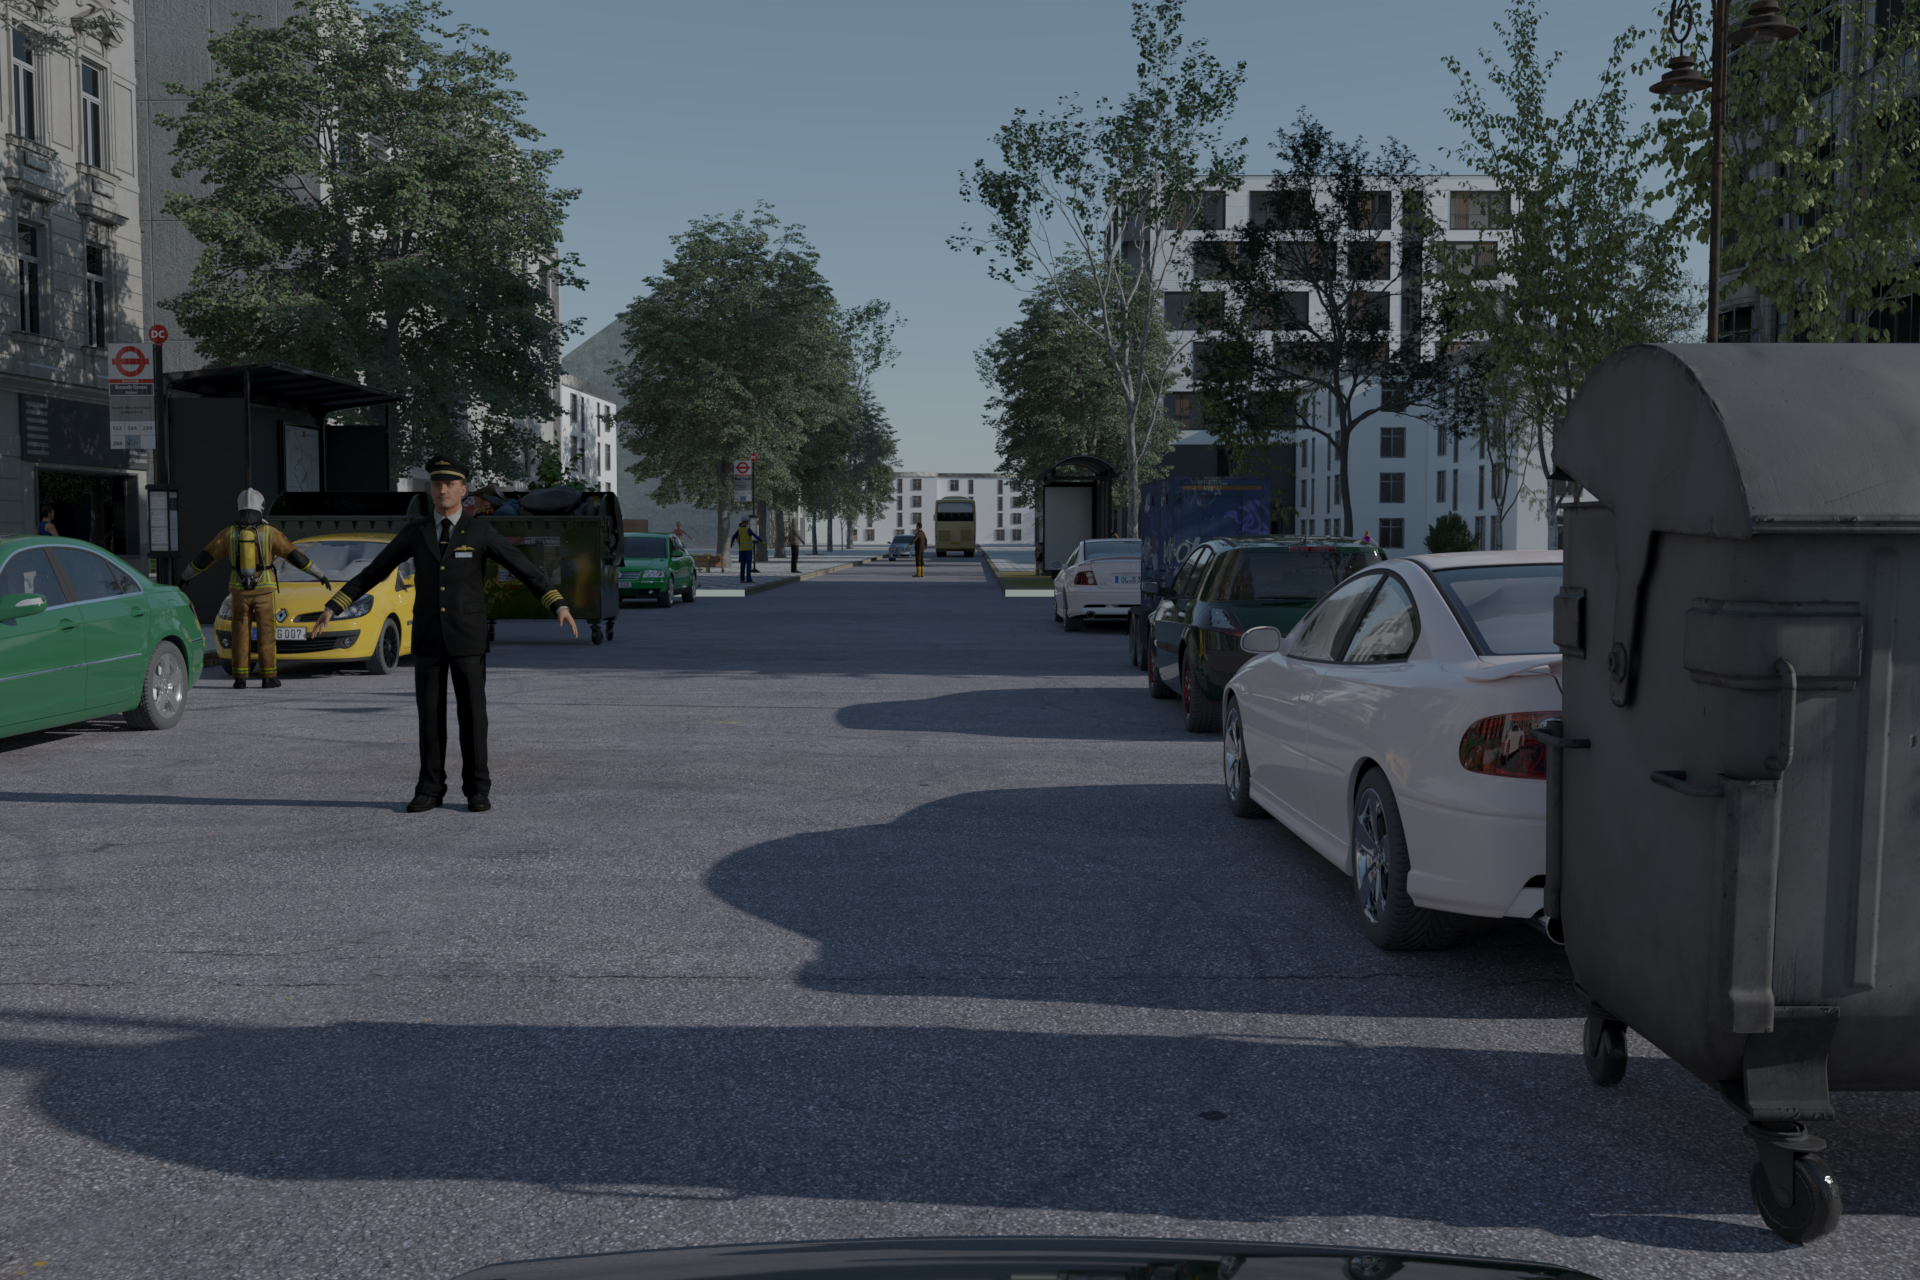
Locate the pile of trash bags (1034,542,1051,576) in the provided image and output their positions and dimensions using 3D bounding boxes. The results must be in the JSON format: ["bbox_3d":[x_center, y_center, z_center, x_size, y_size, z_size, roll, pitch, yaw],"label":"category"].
[{"bbox_3d":[3.269,-2.711,54.085,1.912,1.369,3.447,0,4,0],"label":"pile of trash bags"}]

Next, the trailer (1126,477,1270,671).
[{"bbox_3d":[2.568,-0.742,19.187,1.471,1.999,3.904,0,4,-1],"label":"trailer"}]

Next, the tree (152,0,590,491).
[{"bbox_3d":[-13.121,-8.106,39.185,9.857,13.997,8.962,0,3,0],"label":"tree"}]

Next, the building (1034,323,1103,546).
[{"bbox_3d":[21.762,-20.814,184.285,27.936,21.610,32.646,0,3,0],"label":"building"}]

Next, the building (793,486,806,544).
[{"bbox_3d":[-28.663,-21.000,209.800,16.747,18.905,31.486,0,4,0],"label":"building"}]

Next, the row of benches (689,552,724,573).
[{"bbox_3d":[-9.453,-2.681,59.296,1.422,0.672,4.104,-3,5,-40],"label":"row of benches"}]

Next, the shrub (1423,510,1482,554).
[{"bbox_3d":[14.687,-2.892,51.698,1.690,2.028,1.600,0,3,0],"label":"shrub"}]

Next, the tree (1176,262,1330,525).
[{"bbox_3d":[7.615,-5.891,46.681,4.737,8.622,4.395,0,3,0],"label":"tree"}]

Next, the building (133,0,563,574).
[{"bbox_3d":[-28.596,-12.532,71.350,16.747,18.905,31.486,0,4,1],"label":"building"}]

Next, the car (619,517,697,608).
[{"bbox_3d":[-6.482,-1.608,35.084,1.959,1.807,4.718,0,4,0],"label":"car"}]

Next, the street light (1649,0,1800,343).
[{"bbox_3d":[5.689,-2.465,13.086,0.468,5.910,1.993,0,4,0],"label":"street light"}]

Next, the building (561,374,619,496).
[{"bbox_3d":[-24.957,-9.882,103.726,9.099,9.664,28.070,0,4,0],"label":"building"}]

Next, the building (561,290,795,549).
[{"bbox_3d":[-25.811,-20.252,162.051,19.493,23.208,18.063,0,4,1],"label":"building"}]

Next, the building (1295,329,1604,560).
[{"bbox_3d":[23.575,-8.733,84.940,9.099,9.664,28.070,0,3,0],"label":"building"}]

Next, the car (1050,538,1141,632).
[{"bbox_3d":[2.457,-0.885,26.825,2.083,1.381,4.827,0,4,0],"label":"car"}]

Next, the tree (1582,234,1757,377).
[{"bbox_3d":[16.659,-5.638,42.539,4.360,8.622,3.978,0,3,0],"label":"tree"}]

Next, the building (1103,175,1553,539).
[{"bbox_3d":[23.232,-16.588,115.181,27.936,21.610,32.646,0,3,0],"label":"building"}]

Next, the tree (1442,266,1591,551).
[{"bbox_3d":[14.857,-5.947,47.595,4.360,8.622,3.978,0,3,0],"label":"tree"}]

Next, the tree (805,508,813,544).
[{"bbox_3d":[-20.048,-17.228,232.037,4.737,8.622,4.395,0,3,0],"label":"tree"}]

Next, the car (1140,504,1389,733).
[{"bbox_3d":[2.497,-0.250,13.881,2.009,1.686,4.222,0,4,1],"label":"car"}]

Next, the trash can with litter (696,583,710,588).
[{"bbox_3d":[-6.737,-1.886,41.901,1.678,1.210,2.233,0,4,2],"label":"trash can with litter"}]

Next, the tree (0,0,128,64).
[{"bbox_3d":[-12.989,-6.394,14.916,12.009,13.543,11.850,0,3,0],"label":"tree"}]

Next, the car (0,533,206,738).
[{"bbox_3d":[-6.726,0.026,11.372,2.131,1.459,4.920,0,4,0],"label":"car"}]

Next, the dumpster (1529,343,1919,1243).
[{"bbox_3d":[2.388,0.260,3.969,1.865,1.857,1.264,0,4,0],"label":"dumpster"}]

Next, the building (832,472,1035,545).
[{"bbox_3d":[-3.517,-17.722,234.366,28.070,9.664,9.099,0,4,-7],"label":"building"}]

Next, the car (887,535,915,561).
[{"bbox_3d":[-2.850,-4.901,92.130,2.014,1.417,4.499,0,4,1],"label":"car"}]

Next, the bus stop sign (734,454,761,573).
[{"bbox_3d":[-7.048,-4.202,57.413,0.855,3.939,0.416,0,4,1],"label":"bus stop sign"}]

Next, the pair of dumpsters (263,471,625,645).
[{"bbox_3d":[-6.720,-1.086,22.712,4.436,2.255,1.574,0,4,0],"label":"pair of dumpsters"}]

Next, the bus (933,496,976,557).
[{"bbox_3d":[-0.323,-7.349,111.703,2.896,3.916,12.252,0,4,0],"label":"bus"}]

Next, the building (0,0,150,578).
[{"bbox_3d":[-29.272,-15.226,25.354,17.030,29.872,44.131,0,4,1],"label":"building"}]

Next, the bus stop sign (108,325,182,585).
[{"bbox_3d":[-10.419,-2.046,22.149,0.855,3.939,0.416,0,4,0],"label":"bus stop sign"}]

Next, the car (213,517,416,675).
[{"bbox_3d":[-6.632,-0.528,18.861,2.015,1.641,3.980,0,4,1],"label":"car"}]

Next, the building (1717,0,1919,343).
[{"bbox_3d":[26.704,-13.071,30.358,14.369,24.946,33.146,0,3,0],"label":"building"}]

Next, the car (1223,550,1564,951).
[{"bbox_3d":[2.323,0.306,7.352,2.083,1.381,4.827,0,4,-1],"label":"car"}]
